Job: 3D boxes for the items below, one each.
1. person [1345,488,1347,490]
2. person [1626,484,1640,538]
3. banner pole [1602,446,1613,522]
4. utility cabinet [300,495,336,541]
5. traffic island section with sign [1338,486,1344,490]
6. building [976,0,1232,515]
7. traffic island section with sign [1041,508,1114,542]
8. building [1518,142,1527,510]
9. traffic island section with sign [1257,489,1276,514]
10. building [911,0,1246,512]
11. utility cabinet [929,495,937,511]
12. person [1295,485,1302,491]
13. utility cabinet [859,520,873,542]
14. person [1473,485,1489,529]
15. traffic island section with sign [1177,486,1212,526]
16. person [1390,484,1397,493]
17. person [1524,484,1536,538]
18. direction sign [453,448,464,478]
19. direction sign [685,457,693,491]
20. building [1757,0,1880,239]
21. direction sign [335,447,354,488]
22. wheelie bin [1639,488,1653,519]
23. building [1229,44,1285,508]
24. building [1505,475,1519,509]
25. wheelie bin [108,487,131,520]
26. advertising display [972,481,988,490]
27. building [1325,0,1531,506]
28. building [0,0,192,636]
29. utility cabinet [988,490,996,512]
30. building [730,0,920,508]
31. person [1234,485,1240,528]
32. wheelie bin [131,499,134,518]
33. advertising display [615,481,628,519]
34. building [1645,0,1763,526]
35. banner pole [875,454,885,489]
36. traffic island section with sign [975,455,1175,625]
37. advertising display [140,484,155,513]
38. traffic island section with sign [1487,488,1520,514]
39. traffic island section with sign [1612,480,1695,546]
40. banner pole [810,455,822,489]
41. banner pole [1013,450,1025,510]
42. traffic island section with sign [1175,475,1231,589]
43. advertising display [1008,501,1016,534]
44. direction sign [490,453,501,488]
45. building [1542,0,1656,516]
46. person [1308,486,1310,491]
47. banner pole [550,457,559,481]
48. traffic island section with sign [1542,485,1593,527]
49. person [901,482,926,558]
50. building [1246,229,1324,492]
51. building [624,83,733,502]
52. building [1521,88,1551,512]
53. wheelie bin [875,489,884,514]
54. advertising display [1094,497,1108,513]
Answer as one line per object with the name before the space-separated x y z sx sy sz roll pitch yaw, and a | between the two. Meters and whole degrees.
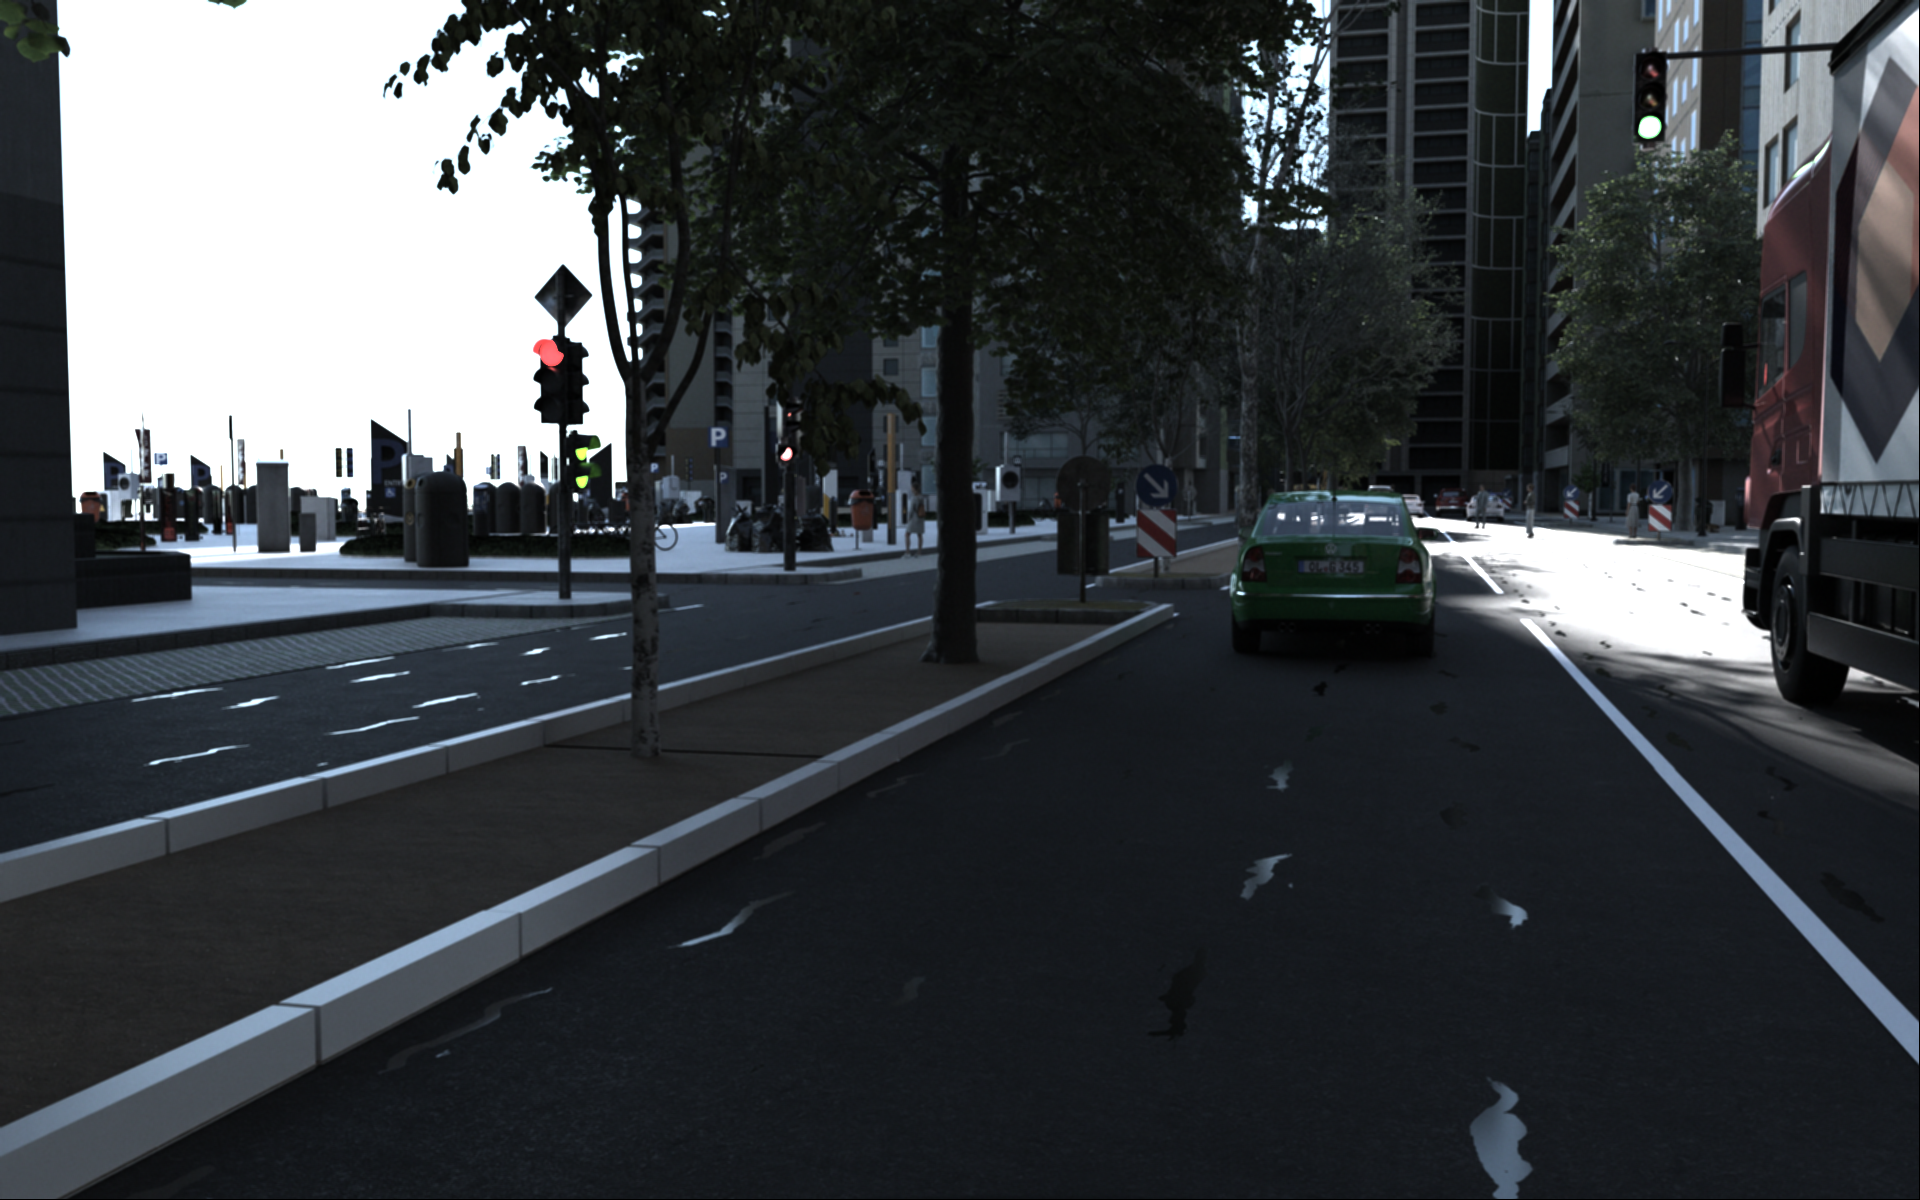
person | 20.382 -5.071 91.757 0.694 1.780 0.624 3 4 38
person | 21.328 -2.812 55.045 0.480 1.755 0.524 -2 4 -24
banner pole | 29.377 -5.412 78.497 0.863 3.779 0.401 -2 4 -26
utility cabinet | -17.793 -2.255 48.037 1.020 1.237 0.306 2 4 26
traffic island section with sign | 21.979 -5.610 99.862 2.006 1.907 1.989 1 4 14
building | 9.471 -26.091 110.178 14.154 41.232 14.086 1 4 14
traffic island section with sign | 3.625 -2.699 52.763 1.989 1.847 2.006 1 4 14
building | 52.258 -22.453 138.803 14.160 30.474 14.107 1 4 14
traffic island section with sign | 22.949 -7.268 127.461 1.989 1.847 2.006 1 4 14
building | 9.924 -31.397 132.957 23.786 49.044 30.456 1 4 14
utility cabinet | -1.138 -4.920 91.598 1.020 1.237 0.306 0 4 -1
person | 13.260 -3.594 67.451 0.709 1.800 0.728 2 4 30
utility cabinet | -2.532 -2.153 46.365 0.306 1.237 1.020 -1 4 -9
person | 21.591 -3.859 71.692 0.391 1.810 0.635 -3 5 -41
traffic island section with sign | 10.555 -4.337 79.540 1.989 1.847 2.006 1 4 14
person | 18.471 -4.032 74.207 0.659 1.850 0.755 -1 4 -9
person | 18.525 -2.895 56.385 0.362 1.759 0.519 1 4 11
direction sign | -24.643 -5.701 85.200 0.379 3.537 0.876 1 4 16
direction sign | -16.572 -6.969 105.943 0.379 3.537 0.876 -3 4 -37
building | 32.235 -27.134 32.878 27.495 52.752 28.713 1 4 14
direction sign | -29.779 -5.617 83.840 0.876 3.537 0.379 0 4 -3
wheelie bin | 35.145 -4.953 88.887 0.693 1.594 0.980 -1 4 -11
building | 15.494 -52.309 167.929 31.000 86.520 22.319 1 4 14
building | 66.089 -28.300 154.579 32.217 40.220 23.993 1 4 14
wheelie bin | -39.355 -4.444 80.570 0.693 1.594 0.980 2 4 28
advertising display | 0.903 -4.966 86.404 0.974 1.923 0.123 -1 4 -21
building | 50.943 -45.900 188.720 20.611 71.187 20.563 1 4 14
building | -23.126 -28.865 13.942 28.212 58.520 21.231 1 4 14
utility cabinet | 1.783 -5.373 96.532 0.318 1.500 1.173 0 4 -7
building | -9.665 -45.025 174.410 20.611 71.187 20.563 1 4 14
person | 11.907 -3.970 73.595 0.526 1.800 0.537 2 4 35
wheelie bin | -44.451 -5.147 92.063 0.693 1.594 0.980 2 4 24
advertising display | -16.845 -4.980 86.635 0.974 1.923 0.123 2 4 27
building | 37.763 -25.884 73.315 14.600 45.320 14.200 1 4 14
banner pole | -5.010 -7.114 106.336 0.863 3.779 0.401 1 4 17
traffic island section with sign | 1.302 -0.722 19.938 2.006 1.907 1.989 1 4 14
advertising display | -54.139 -6.742 115.438 0.974 1.923 0.123 -3 5 -45
traffic island section with sign | 38.792 -7.018 123.367 1.989 1.847 2.006 1 4 14
traffic island section with sign | 19.538 -2.463 48.900 1.989 1.847 2.006 1 4 14
banner pole | -7.995 -6.440 95.309 0.863 3.779 0.401 1 4 15
banner pole | 3.443 -6.669 99.059 0.863 3.779 0.401 0 4 -2
traffic island section with sign | 3.166 -1.160 27.107 2.006 1.907 1.989 1 4 14
advertising display | 1.704 -3.135 56.477 0.123 1.923 0.974 0 4 -6
direction sign | -25.835 -6.387 96.419 0.876 3.537 0.379 3 4 38
building | 48.112 -29.493 105.919 21.300 48.544 21.600 1 4 14
person | 14.721 -3.959 73.498 0.678 1.792 0.850 2 4 27
banner pole | -24.105 -6.954 103.710 0.863 3.779 0.401 0 4 -3
traffic island section with sign | 26.293 -4.059 74.998 1.989 1.847 2.006 1 4 14
person | -0.979 -1.776 38.549 0.522 1.701 0.512 3 4 36
building | 32.907 -25.652 191.106 14.107 30.474 14.160 1 4 14
building | -25.703 -32.574 182.689 14.200 45.320 14.600 1 4 14
building | 48.807 -21.603 124.904 14.160 30.474 14.107 1 4 14
wheelie bin | -4.809 -5.563 98.865 0.980 1.594 0.693 0 4 -5
advertising display | 6.135 -4.389 76.972 0.974 1.923 0.123 2 4 34
